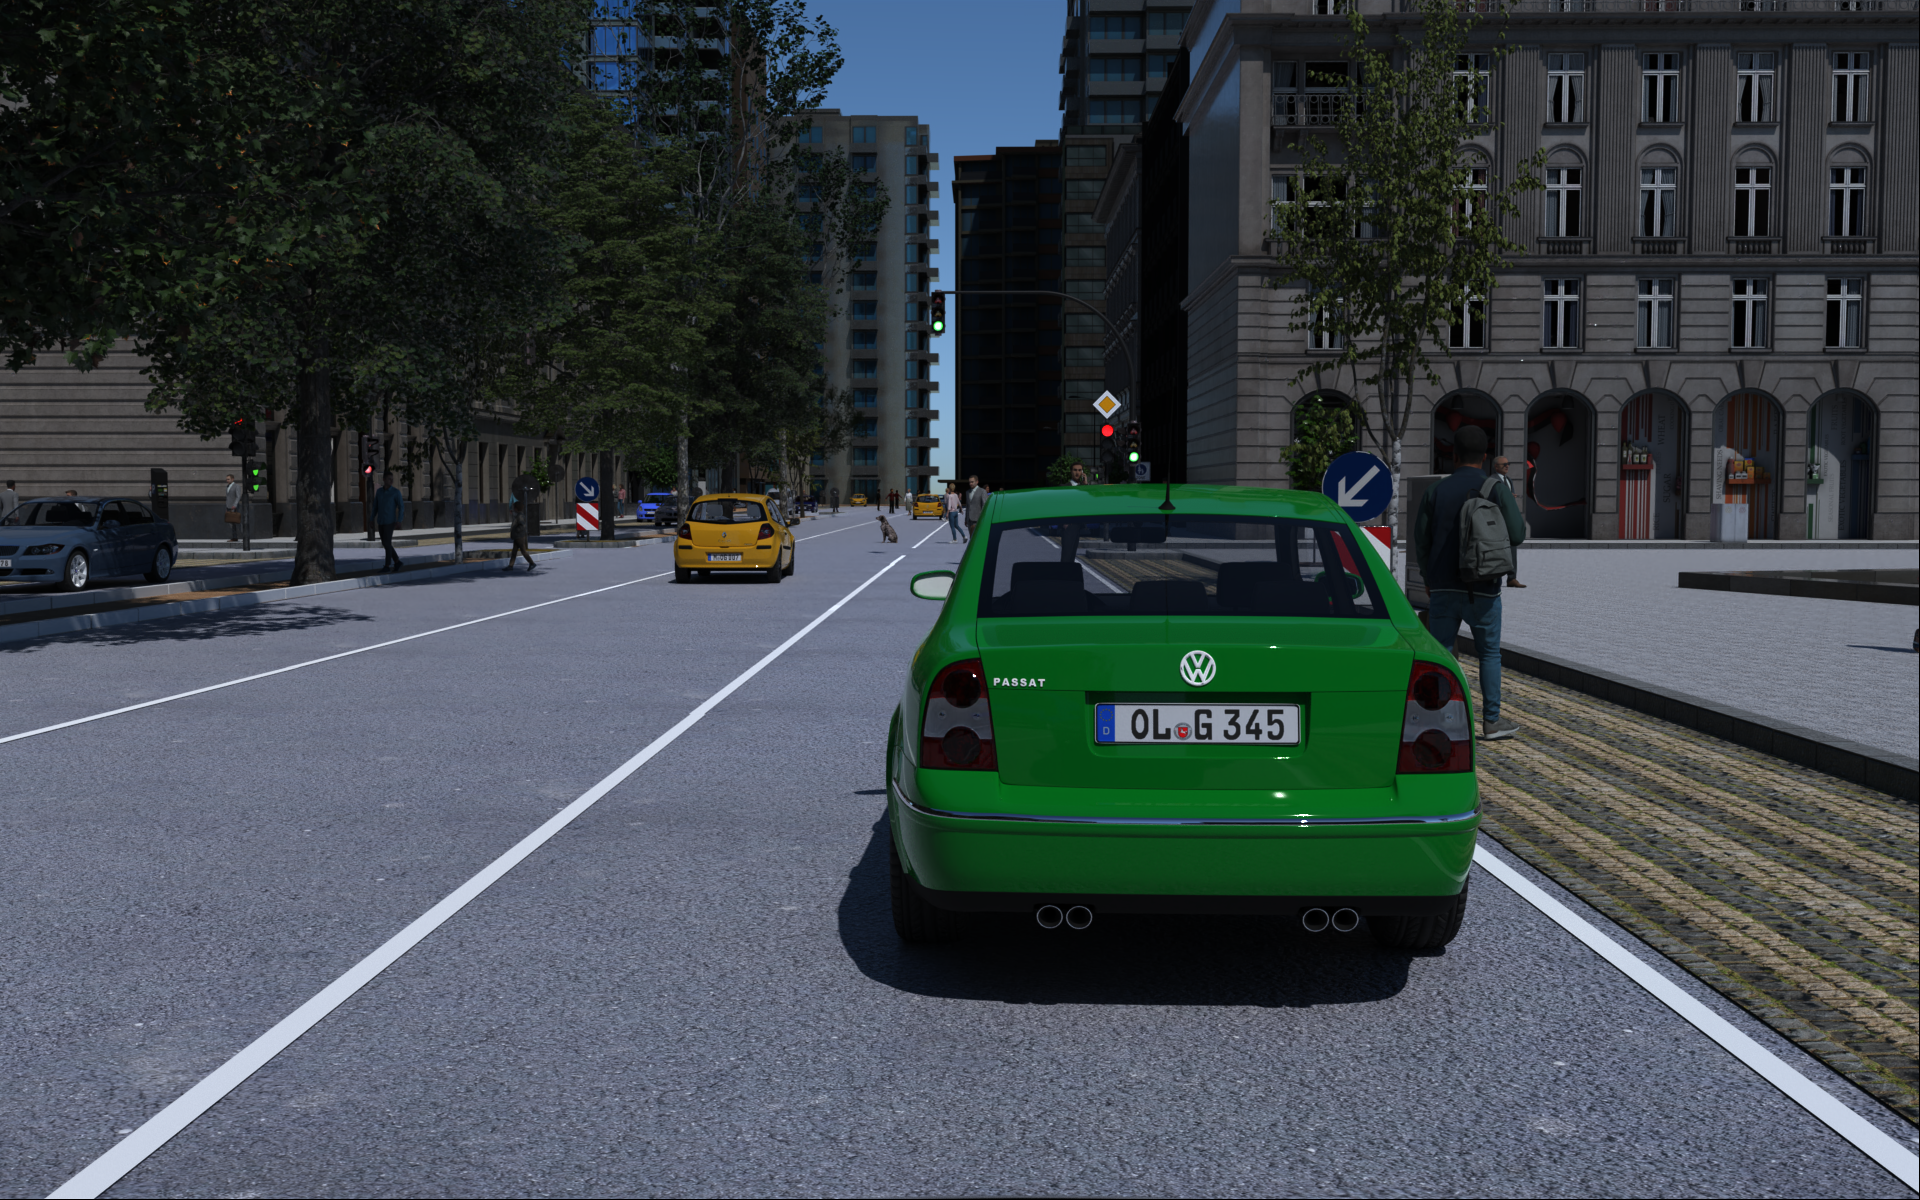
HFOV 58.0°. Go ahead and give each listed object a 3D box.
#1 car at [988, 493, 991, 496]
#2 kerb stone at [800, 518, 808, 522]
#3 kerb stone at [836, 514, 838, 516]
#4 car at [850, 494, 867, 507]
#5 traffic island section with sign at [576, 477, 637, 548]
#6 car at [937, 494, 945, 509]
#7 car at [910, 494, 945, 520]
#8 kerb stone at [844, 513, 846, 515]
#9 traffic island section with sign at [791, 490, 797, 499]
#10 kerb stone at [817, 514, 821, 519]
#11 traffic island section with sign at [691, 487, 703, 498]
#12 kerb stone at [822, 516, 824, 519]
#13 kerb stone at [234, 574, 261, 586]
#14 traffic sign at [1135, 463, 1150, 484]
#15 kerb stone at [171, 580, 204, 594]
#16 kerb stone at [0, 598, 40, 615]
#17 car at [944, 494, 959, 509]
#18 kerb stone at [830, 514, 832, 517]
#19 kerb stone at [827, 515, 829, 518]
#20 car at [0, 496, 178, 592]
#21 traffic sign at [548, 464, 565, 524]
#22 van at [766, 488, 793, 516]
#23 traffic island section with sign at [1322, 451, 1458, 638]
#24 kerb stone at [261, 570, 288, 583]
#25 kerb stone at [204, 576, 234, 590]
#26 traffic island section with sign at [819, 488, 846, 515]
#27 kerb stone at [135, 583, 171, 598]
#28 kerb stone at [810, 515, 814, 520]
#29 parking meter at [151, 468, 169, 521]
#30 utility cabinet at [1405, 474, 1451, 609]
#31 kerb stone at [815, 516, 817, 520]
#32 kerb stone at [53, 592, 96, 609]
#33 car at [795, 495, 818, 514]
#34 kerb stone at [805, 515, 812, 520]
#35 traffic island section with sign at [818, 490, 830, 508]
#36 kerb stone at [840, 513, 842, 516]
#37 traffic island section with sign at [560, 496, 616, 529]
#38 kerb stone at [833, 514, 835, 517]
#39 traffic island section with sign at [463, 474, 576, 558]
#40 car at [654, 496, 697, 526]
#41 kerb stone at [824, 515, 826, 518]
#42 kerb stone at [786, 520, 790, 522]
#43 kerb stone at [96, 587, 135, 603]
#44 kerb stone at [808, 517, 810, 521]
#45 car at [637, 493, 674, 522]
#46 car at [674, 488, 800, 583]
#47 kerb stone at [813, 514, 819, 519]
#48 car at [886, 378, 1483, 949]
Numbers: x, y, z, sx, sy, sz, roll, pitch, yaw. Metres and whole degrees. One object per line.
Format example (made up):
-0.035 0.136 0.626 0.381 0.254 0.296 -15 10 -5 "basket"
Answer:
1.815 -4.374 81.101 1.945 1.707 3.694 0 4 1 "car"
-8.259 -4.221 91.212 0.120 0.150 1.000 0 4 1 "kerb stone"
-8.003 -5.348 109.674 0.120 0.150 1.000 0 4 1 "kerb stone"
-11.475 -11.386 196.378 2.015 1.641 3.980 0 4 -1 "car"
-9.911 -2.363 46.764 2.006 1.907 1.989 0 4 1 "traffic island section with sign"
-1.677 -6.600 119.908 2.014 1.417 4.499 0 4 0 "car"
-1.790 -5.302 96.910 2.015 1.641 3.980 0 4 -1 "car"
-7.918 -5.726 115.819 0.120 0.150 1.000 0 4 1 "kerb stone"
-14.320 -8.589 149.051 1.989 1.847 2.006 0 4 1 "traffic island section with sign"
-8.167 -4.660 98.386 0.120 0.150 1.000 0 4 1 "kerb stone"
-15.015 -5.517 98.829 1.989 1.847 2.006 0 4 1 "traffic island section with sign"
-8.139 -4.782 100.436 0.120 0.150 1.000 0 4 1 "kerb stone"
-11.253 -0.301 27.117 0.120 0.150 1.000 0 4 1 "kerb stone"
5.758 -3.245 55.179 0.606 2.300 0.079 1 4 9 "traffic sign"
-11.272 -0.176 25.069 0.120 0.150 1.000 0 4 1 "kerb stone"
-11.339 0.075 20.969 0.120 0.150 1.000 0 4 1 "kerb stone"
-0.984 -9.680 168.498 2.015 1.641 3.980 0 4 -1 "car"
-8.065 -5.098 105.577 0.120 0.150 1.000 0 4 1 "kerb stone"
-8.095 -4.974 103.525 0.120 0.150 1.000 0 4 1 "kerb stone"
-13.765 -0.906 26.810 2.014 1.417 4.499 0 4 0 "car"
-17.346 -4.545 74.419 0.768 2.556 0.104 0 4 5 "traffic sign"
-12.134 -6.632 115.452 2.013 2.044 4.112 0 4 1 "van"
3.573 -0.497 16.754 1.989 1.847 2.006 0 4 1 "traffic island section with sign"
-11.224 -0.363 28.139 0.120 0.150 1.000 0 4 1 "kerb stone"
-11.258 -0.238 26.095 0.120 0.150 1.000 0 4 1 "kerb stone"
-8.879 -6.958 121.895 2.006 1.907 1.989 0 4 1 "traffic island section with sign"
-11.290 -0.112 24.046 0.120 0.150 1.000 0 4 1 "kerb stone"
-8.216 -4.408 94.286 0.120 0.150 1.000 0 4 1 "kerb stone"
-17.959 -2.029 38.888 0.255 1.863 0.399 -3 5 -43 "parking meter"
5.274 -0.647 19.259 0.318 1.500 1.173 0 4 -3 "utility cabinet"
-8.191 -4.535 96.336 0.120 0.150 1.000 0 4 1 "kerb stone"
-11.318 0.012 21.995 0.120 0.150 1.000 0 4 1 "kerb stone"
-11.295 -6.935 125.963 1.945 1.354 3.894 0 3 0 "car"
-8.232 -4.342 93.264 0.120 0.150 1.000 0 4 1 "kerb stone"
-13.944 -10.255 176.291 1.989 1.847 2.006 0 4 1 "traffic island section with sign"
-7.961 -5.538 112.748 0.120 0.150 1.000 0 4 1 "kerb stone"
-15.387 -3.868 71.877 1.989 1.847 2.006 0 4 1 "traffic island section with sign"
-8.035 -5.223 107.622 0.120 0.150 1.000 0 4 1 "kerb stone"
-10.023 -1.910 39.357 2.006 1.907 1.989 0 4 1 "traffic island section with sign"
-12.770 -4.083 79.118 2.083 1.381 4.827 0 4 -1 "car"
-8.125 -4.848 101.465 0.120 0.150 1.000 0 4 1 "kerb stone"
-8.352 -3.843 85.053 0.120 0.150 1.000 0 4 1 "kerb stone"
-11.306 -0.050 23.022 0.120 0.150 1.000 0 4 1 "kerb stone"
-8.240 -4.284 92.234 0.120 0.150 1.000 0 4 1 "kerb stone"
-15.332 -4.800 88.071 1.945 1.707 3.694 0 4 1 "car"
-3.750 -1.164 29.255 2.015 1.641 3.980 0 4 -1 "car"
-8.177 -4.593 97.364 0.120 0.150 1.000 0 4 1 "kerb stone"
0.733 0.118 6.862 1.959 1.807 4.718 0 4 2 "car"
